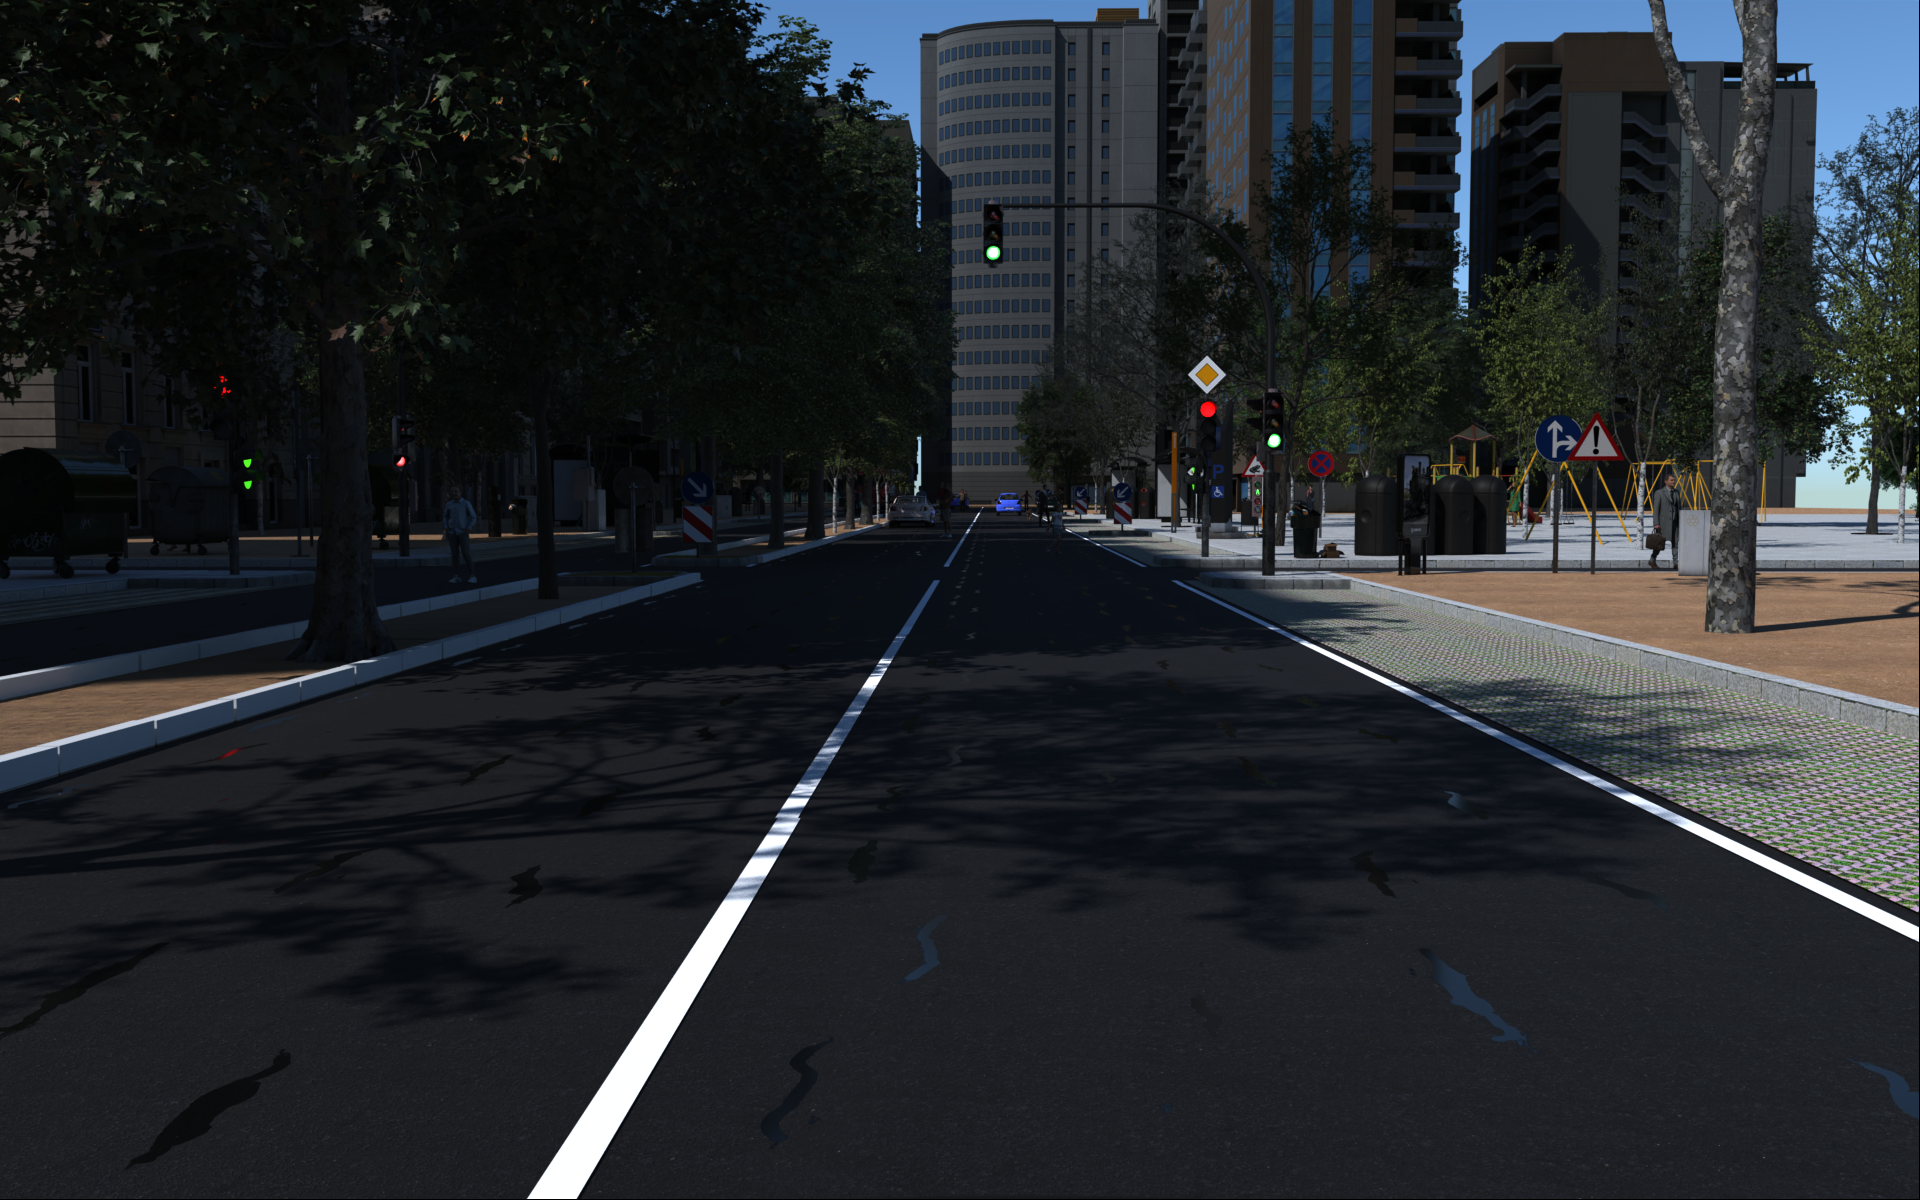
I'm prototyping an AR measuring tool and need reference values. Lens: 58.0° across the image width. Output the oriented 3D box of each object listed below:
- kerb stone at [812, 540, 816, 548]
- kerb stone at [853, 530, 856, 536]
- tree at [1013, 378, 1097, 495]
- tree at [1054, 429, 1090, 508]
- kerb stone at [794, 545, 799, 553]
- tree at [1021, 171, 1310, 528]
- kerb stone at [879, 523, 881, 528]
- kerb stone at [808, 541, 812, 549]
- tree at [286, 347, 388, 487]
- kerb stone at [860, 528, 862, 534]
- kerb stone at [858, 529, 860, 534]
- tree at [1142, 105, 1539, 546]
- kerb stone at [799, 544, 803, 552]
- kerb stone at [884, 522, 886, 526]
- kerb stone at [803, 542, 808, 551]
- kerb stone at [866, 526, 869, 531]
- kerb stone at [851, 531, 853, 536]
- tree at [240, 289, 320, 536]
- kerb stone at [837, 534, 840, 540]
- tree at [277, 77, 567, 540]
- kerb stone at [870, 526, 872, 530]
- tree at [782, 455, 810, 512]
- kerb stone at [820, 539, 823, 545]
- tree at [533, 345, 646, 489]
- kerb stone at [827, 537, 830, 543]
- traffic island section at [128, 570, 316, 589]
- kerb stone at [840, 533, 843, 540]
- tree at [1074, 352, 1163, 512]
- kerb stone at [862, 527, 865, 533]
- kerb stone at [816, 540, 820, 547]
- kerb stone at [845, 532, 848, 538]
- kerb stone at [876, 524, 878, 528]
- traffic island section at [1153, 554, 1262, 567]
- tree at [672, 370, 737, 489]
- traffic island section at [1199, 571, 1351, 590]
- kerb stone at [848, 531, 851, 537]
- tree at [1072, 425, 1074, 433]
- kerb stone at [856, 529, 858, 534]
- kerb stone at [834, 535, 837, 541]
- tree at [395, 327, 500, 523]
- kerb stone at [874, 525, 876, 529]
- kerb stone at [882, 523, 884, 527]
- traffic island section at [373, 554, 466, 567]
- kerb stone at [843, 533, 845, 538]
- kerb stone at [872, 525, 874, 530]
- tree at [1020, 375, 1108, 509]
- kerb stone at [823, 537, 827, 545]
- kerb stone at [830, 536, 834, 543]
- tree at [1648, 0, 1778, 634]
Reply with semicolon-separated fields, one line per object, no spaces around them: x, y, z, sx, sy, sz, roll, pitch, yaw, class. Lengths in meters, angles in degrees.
-3.984;-1.437;45.686;0.120;0.150;1.000;0;4;1;kerb stone
-3.734;-2.251;58.999;0.120;0.150;1.000;0;4;1;kerb stone
10.348;-16.977;184.232;9.857;13.997;8.962;0;3;0;tree
10.371;-12.673;157.563;4.737;8.622;4.395;0;3;0;tree
-4.054;-1.186;41.593;0.120;0.150;1.000;0;4;1;kerb stone
8.415;-9.548;66.481;12.009;13.543;11.850;0;3;0;tree
-3.506;-3.066;72.323;0.120;0.150;1.000;0;4;1;kerb stone
-4.000;-1.374;44.664;0.120;0.150;1.000;0;4;1;kerb stone
-21.020;-6.656;59.180;4.737;8.622;4.395;0;3;0;tree
-3.686;-2.435;62.073;0.120;0.150;1.000;0;4;1;kerb stone
-3.707;-2.377;61.051;0.120;0.150;1.000;0;4;1;kerb stone
8.053;-6.592;42.188;8.767;10.594;7.601;-2;4;-35;tree
-4.037;-1.244;42.616;0.120;0.150;1.000;0;4;1;kerb stone
-3.443;-3.254;75.403;0.120;0.150;1.000;0;4;1;kerb stone
-4.017;-1.312;43.642;0.120;0.150;1.000;0;4;1;kerb stone
-3.626;-2.623;65.151;0.120;0.150;1.000;0;4;1;kerb stone
-3.763;-2.189;57.978;0.120;0.150;1.000;0;4;1;kerb stone
-21.323;-6.290;53.208;4.360;8.622;3.978;0;3;0;tree
-3.846;-1.873;52.859;0.120;0.150;1.000;0;4;1;kerb stone
-14.167;-8.650;48.089;9.857;13.997;8.962;0;3;0;tree
-3.593;-2.753;67.201;0.120;0.150;1.000;0;4;1;kerb stone
-12.212;-8.818;127.895;4.285;4.588;4.351;0;3;0;tree
-3.946;-1.562;47.734;0.120;0.150;1.000;0;4;1;kerb stone
-13.443;-6.960;64.161;4.360;8.622;3.978;0;3;0;tree
-3.908;-1.687;49.792;0.120;0.150;1.000;0;4;1;kerb stone
-11.569;-0.324;27.585;2.009;0.180;2.903;0;4;1;traffic island section
-3.837;-1.938;53.886;0.120;0.150;1.000;0;4;1;kerb stone
7.917;-8.130;83.281;4.360;8.622;3.978;0;3;0;tree
-3.668;-2.502;63.107;0.120;0.150;1.000;0;4;1;kerb stone
-3.964;-1.499;46.709;0.120;0.150;1.000;0;4;1;kerb stone
-3.797;-2.063;55.931;0.120;0.150;1.000;0;4;1;kerb stone
-3.534;-2.940;70.267;0.120;0.150;1.000;0;4;1;kerb stone
5.013;-0.794;35.269;2.009;0.180;2.903;0;4;1;traffic island section
-13.267;-8.652;91.815;4.737;8.622;4.395;0;3;0;tree
4.870;-0.306;27.286;2.009;0.180;2.903;0;4;1;traffic island section
-3.775;-2.126;56.953;0.120;0.150;1.000;0;4;1;kerb stone
9.748;-10.431;120.911;4.360;8.622;3.978;0;3;0;tree
-3.719;-2.314;60.029;0.120;0.150;1.000;0;4;1;kerb stone
-3.872;-1.813;51.837;0.120;0.150;1.000;0;4;1;kerb stone
-19.192;-6.957;64.113;4.360;8.622;3.978;0;3;0;tree
-3.558;-2.878;69.245;0.120;0.150;1.000;0;4;1;kerb stone
-3.461;-3.191;74.375;0.120;0.150;1.000;0;4;1;kerb stone
-11.425;-0.813;35.569;2.009;0.180;2.903;0;4;1;traffic island section
-3.815;-2.001;54.909;0.120;0.150;1.000;0;4;1;kerb stone
-3.584;-2.815;68.223;0.120;0.150;1.000;0;4;1;kerb stone
9.329;-13.687;149.531;9.928;11.665;9.643;0;3;0;tree
-3.922;-1.619;48.764;0.120;0.150;1.000;0;4;1;kerb stone
-3.890;-1.750;50.815;0.120;0.150;1.000;0;4;1;kerb stone
8.141;-9.831;16.620;12.611;20.169;13.585;0;3;0;tree
